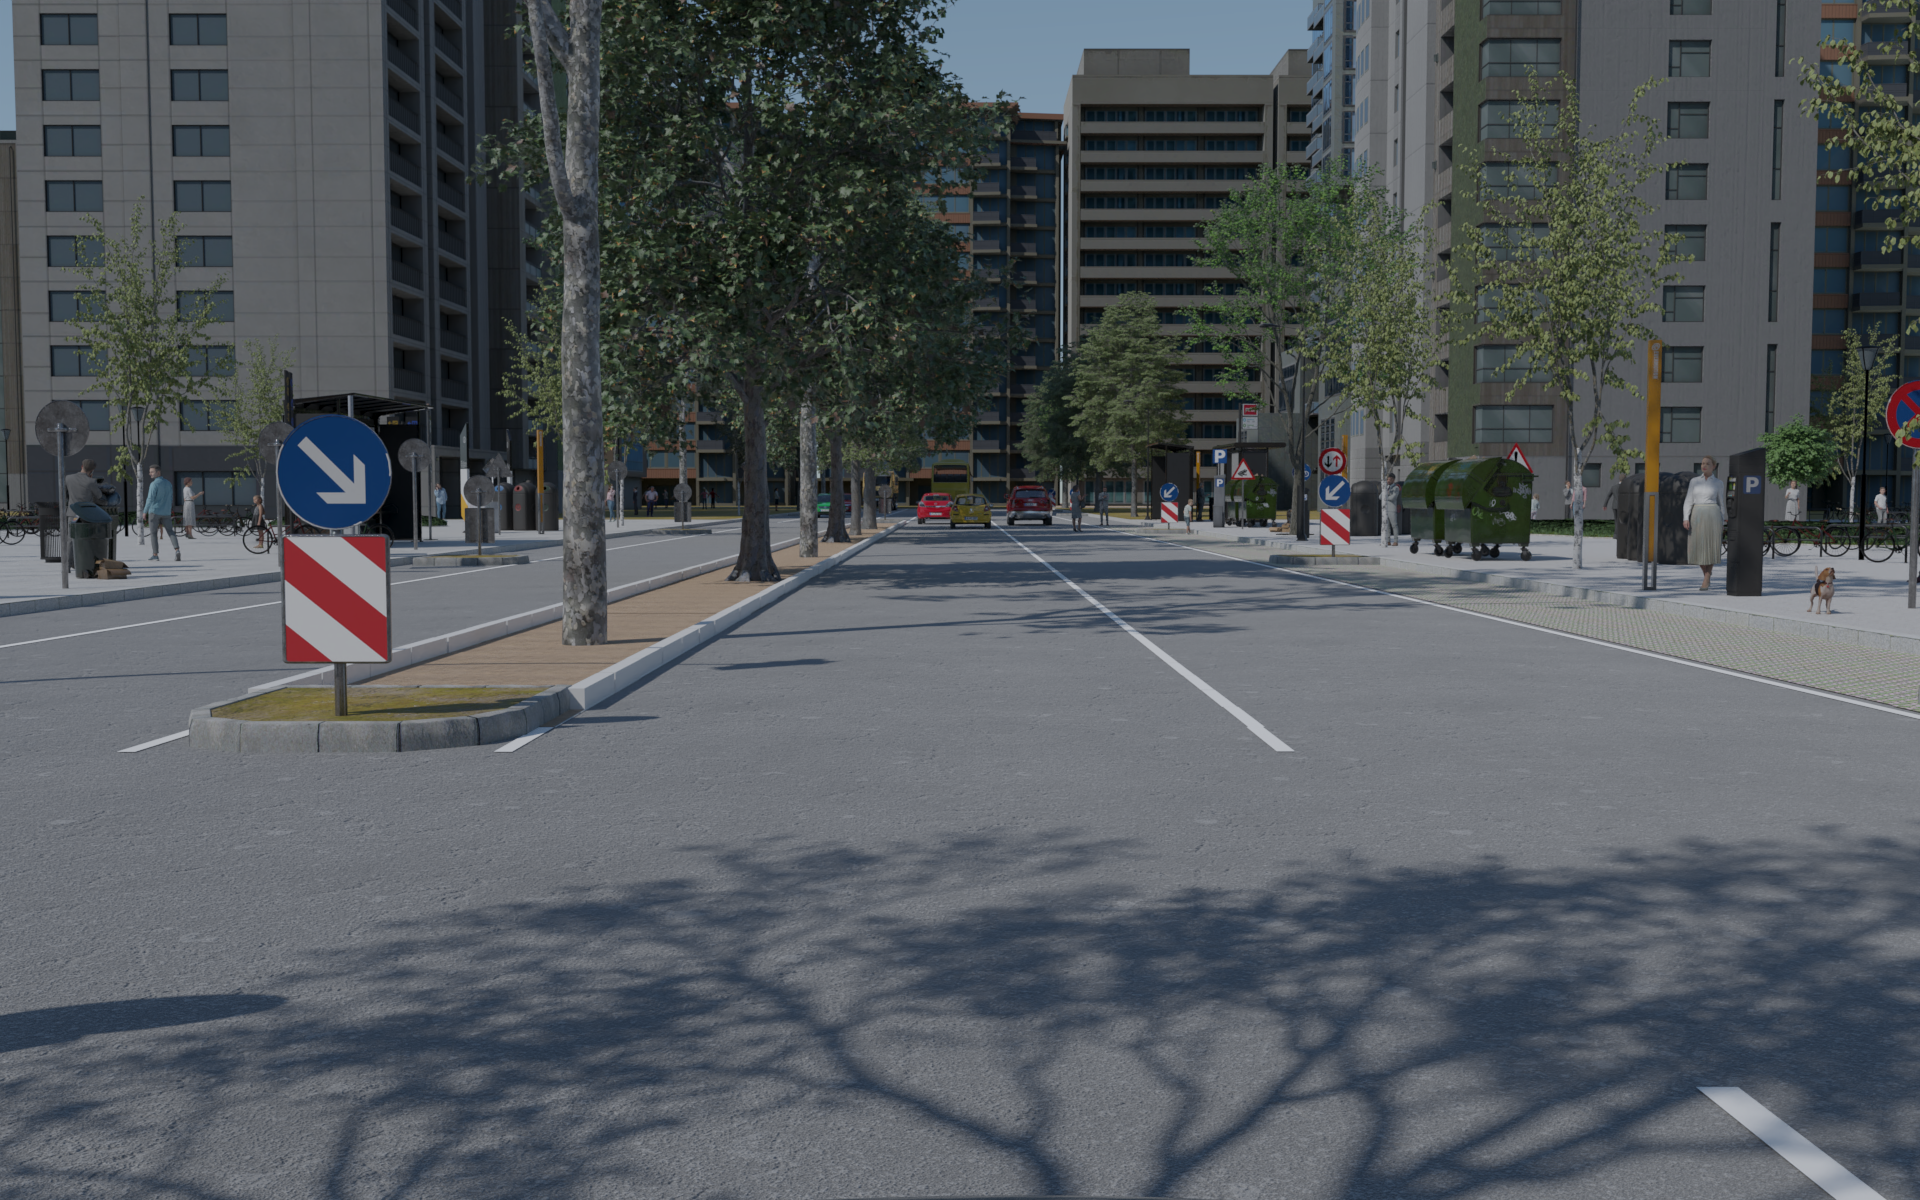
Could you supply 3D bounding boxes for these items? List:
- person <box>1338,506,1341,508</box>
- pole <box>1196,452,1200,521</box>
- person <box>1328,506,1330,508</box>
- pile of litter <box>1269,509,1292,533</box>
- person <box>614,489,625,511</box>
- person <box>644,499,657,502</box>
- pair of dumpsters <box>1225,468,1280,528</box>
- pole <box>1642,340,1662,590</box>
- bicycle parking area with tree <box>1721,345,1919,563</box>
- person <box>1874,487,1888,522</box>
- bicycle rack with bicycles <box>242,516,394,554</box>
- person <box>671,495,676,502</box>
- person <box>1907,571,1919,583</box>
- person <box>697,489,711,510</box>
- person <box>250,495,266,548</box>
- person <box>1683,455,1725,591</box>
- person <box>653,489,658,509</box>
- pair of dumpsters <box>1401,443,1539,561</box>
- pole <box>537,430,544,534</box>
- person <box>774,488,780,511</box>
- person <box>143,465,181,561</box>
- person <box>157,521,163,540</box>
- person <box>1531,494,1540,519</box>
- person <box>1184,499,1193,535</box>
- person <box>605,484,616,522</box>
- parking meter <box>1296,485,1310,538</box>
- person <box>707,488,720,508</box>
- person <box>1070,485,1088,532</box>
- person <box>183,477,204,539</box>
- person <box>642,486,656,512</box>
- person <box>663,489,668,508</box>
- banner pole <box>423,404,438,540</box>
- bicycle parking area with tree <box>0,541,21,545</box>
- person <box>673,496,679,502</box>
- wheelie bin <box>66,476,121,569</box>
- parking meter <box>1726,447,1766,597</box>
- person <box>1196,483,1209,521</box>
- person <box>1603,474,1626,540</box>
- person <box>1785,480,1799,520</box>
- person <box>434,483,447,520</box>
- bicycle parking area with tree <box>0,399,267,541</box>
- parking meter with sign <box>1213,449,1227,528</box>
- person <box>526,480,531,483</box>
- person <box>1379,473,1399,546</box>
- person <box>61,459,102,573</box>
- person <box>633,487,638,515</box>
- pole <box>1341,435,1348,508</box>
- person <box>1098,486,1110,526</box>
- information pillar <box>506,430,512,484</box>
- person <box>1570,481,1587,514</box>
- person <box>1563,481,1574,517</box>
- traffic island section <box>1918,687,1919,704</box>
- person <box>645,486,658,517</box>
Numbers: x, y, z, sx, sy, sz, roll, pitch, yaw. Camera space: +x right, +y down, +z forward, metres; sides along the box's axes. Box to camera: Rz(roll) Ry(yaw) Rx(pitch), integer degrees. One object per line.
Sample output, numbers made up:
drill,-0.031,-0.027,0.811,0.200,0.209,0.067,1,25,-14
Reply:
person,17.287,-4.501,78.995,0.474,1.900,0.648,3,5,39
pole,11.508,-5.494,83.676,0.158,3.312,0.155,0,3,0
person,13.961,-3.595,65.236,0.534,1.772,0.576,-1,4,-23
pile of litter,10.944,-2.700,58.105,1.176,0.858,1.719,0,4,8
person,-25.715,-7.580,130.709,1.217,1.736,0.721,3,4,37
person,-22.341,-7.060,124.741,1.065,1.426,0.557,-3,5,-39
pair of dumpsters,11.376,-3.979,67.547,1.574,2.255,4.437,0,3,0
pole,9.203,-1.785,23.030,0.158,3.312,0.155,0,3,0
bicycle parking area with tree,19.578,-2.945,35.156,8.231,4.147,9.016,-1,4,-22
person,30.870,-3.016,57.951,0.523,1.515,0.503,3,5,44
bicycle rack with bicycles,-13.940,-1.511,38.080,2.925,0.926,2.852,0,4,-7
person,-20.420,-7.211,124.728,0.721,1.735,1.217,-3,5,-43
person,14.088,-1.155,24.839,0.836,1.842,0.656,3,4,37
person,-21.110,-8.336,143.054,1.217,1.743,0.721,-1,4,-17
person,-16.603,-1.850,40.955,0.373,1.253,0.362,-2,4,-35
person,10.003,-1.037,23.226,0.478,1.798,0.641,3,5,41
person,-26.836,-8.891,152.351,0.436,1.711,0.756,1,4,21
pair of dumpsters,10.273,-1.991,35.042,1.574,2.255,4.437,0,4,0
pole,-13.344,-3.747,55.101,0.158,3.312,0.155,0,3,0
person,-13.623,-7.501,129.473,0.721,1.735,1.217,-1,4,-17
person,-15.245,-1.660,33.048,0.748,1.841,0.638,2,4,33
person,-22.624,-2.329,48.793,0.362,1.253,0.373,-3,5,-40
person,20.530,-3.165,62.066,0.425,1.301,0.394,-1,4,-23
person,8.018,-2.912,60.790,0.352,1.250,0.332,1,4,13
person,-15.971,-4.451,79.414,0.643,1.750,0.593,-3,5,-43
parking meter,9.978,-2.564,50.341,0.372,1.533,0.369,0,3,0
person,-22.013,-9.078,154.436,1.348,1.831,0.705,2,4,27
person,4.539,-3.478,65.724,0.532,1.782,0.716,-3,4,-38
person,-21.860,-2.613,49.336,0.480,1.755,0.524,3,5,44
person,-21.951,-7.109,122.276,0.705,1.824,1.348,3,5,45
person,-26.584,-9.123,155.739,0.750,1.759,0.617,2,4,25
banner pole,-14.751,-3.560,48.230,0.401,3.779,0.863,-1,4,-10
bicycle parking area with tree,-28.449,-3.352,41.809,8.231,4.147,9.016,3,4,39
person,-16.698,-5.790,102.175,0.415,1.643,0.593,-2,4,-29
wheelie bin,-14.856,-1.337,29.760,0.693,1.594,0.980,0,4,2
parking meter,9.857,-0.981,21.751,0.399,1.863,0.255,0,4,-3
person,11.354,-4.580,81.104,0.590,1.801,0.661,-1,4,-17
person,18.561,-2.623,48.708,0.755,1.850,0.659,-3,5,-39
person,28.682,-3.244,59.648,0.480,1.755,0.524,0,4,6
person,-23.803,-4.473,79.444,0.793,1.790,0.793,1,4,16
bicycle parking area with tree,-25.899,-4.131,54.551,9.016,4.147,8.231,0,4,-7
parking meter with sign,9.976,-4.306,66.665,0.543,3.016,1.738,1,4,10
person,-16.488,-3.674,66.208,0.635,1.810,0.391,1,4,21
person,10.586,-2.237,42.800,0.466,1.800,0.511,-3,5,-44
person,-14.284,-1.363,28.140,0.655,1.846,0.447,-1,4,-11
person,-19.885,-6.047,105.706,0.445,1.727,0.742,-3,4,-37
pole,13.273,-4.035,59.820,0.158,3.312,0.155,0,3,0
person,6.557,-4.292,78.861,0.511,1.800,0.466,0,4,2
information pillar,-16.315,-4.366,62.743,0.183,3.616,0.504,-2,4,-26
person,21.559,-3.324,60.400,0.555,1.821,0.388,2,4,32
person,23.734,-3.735,67.295,0.592,1.802,0.473,0,4,7
traffic island section,7.510,0.696,10.907,2.009,0.180,2.903,0,3,0
person,-17.247,-5.499,96.884,0.756,1.711,0.436,-1,4,-18
